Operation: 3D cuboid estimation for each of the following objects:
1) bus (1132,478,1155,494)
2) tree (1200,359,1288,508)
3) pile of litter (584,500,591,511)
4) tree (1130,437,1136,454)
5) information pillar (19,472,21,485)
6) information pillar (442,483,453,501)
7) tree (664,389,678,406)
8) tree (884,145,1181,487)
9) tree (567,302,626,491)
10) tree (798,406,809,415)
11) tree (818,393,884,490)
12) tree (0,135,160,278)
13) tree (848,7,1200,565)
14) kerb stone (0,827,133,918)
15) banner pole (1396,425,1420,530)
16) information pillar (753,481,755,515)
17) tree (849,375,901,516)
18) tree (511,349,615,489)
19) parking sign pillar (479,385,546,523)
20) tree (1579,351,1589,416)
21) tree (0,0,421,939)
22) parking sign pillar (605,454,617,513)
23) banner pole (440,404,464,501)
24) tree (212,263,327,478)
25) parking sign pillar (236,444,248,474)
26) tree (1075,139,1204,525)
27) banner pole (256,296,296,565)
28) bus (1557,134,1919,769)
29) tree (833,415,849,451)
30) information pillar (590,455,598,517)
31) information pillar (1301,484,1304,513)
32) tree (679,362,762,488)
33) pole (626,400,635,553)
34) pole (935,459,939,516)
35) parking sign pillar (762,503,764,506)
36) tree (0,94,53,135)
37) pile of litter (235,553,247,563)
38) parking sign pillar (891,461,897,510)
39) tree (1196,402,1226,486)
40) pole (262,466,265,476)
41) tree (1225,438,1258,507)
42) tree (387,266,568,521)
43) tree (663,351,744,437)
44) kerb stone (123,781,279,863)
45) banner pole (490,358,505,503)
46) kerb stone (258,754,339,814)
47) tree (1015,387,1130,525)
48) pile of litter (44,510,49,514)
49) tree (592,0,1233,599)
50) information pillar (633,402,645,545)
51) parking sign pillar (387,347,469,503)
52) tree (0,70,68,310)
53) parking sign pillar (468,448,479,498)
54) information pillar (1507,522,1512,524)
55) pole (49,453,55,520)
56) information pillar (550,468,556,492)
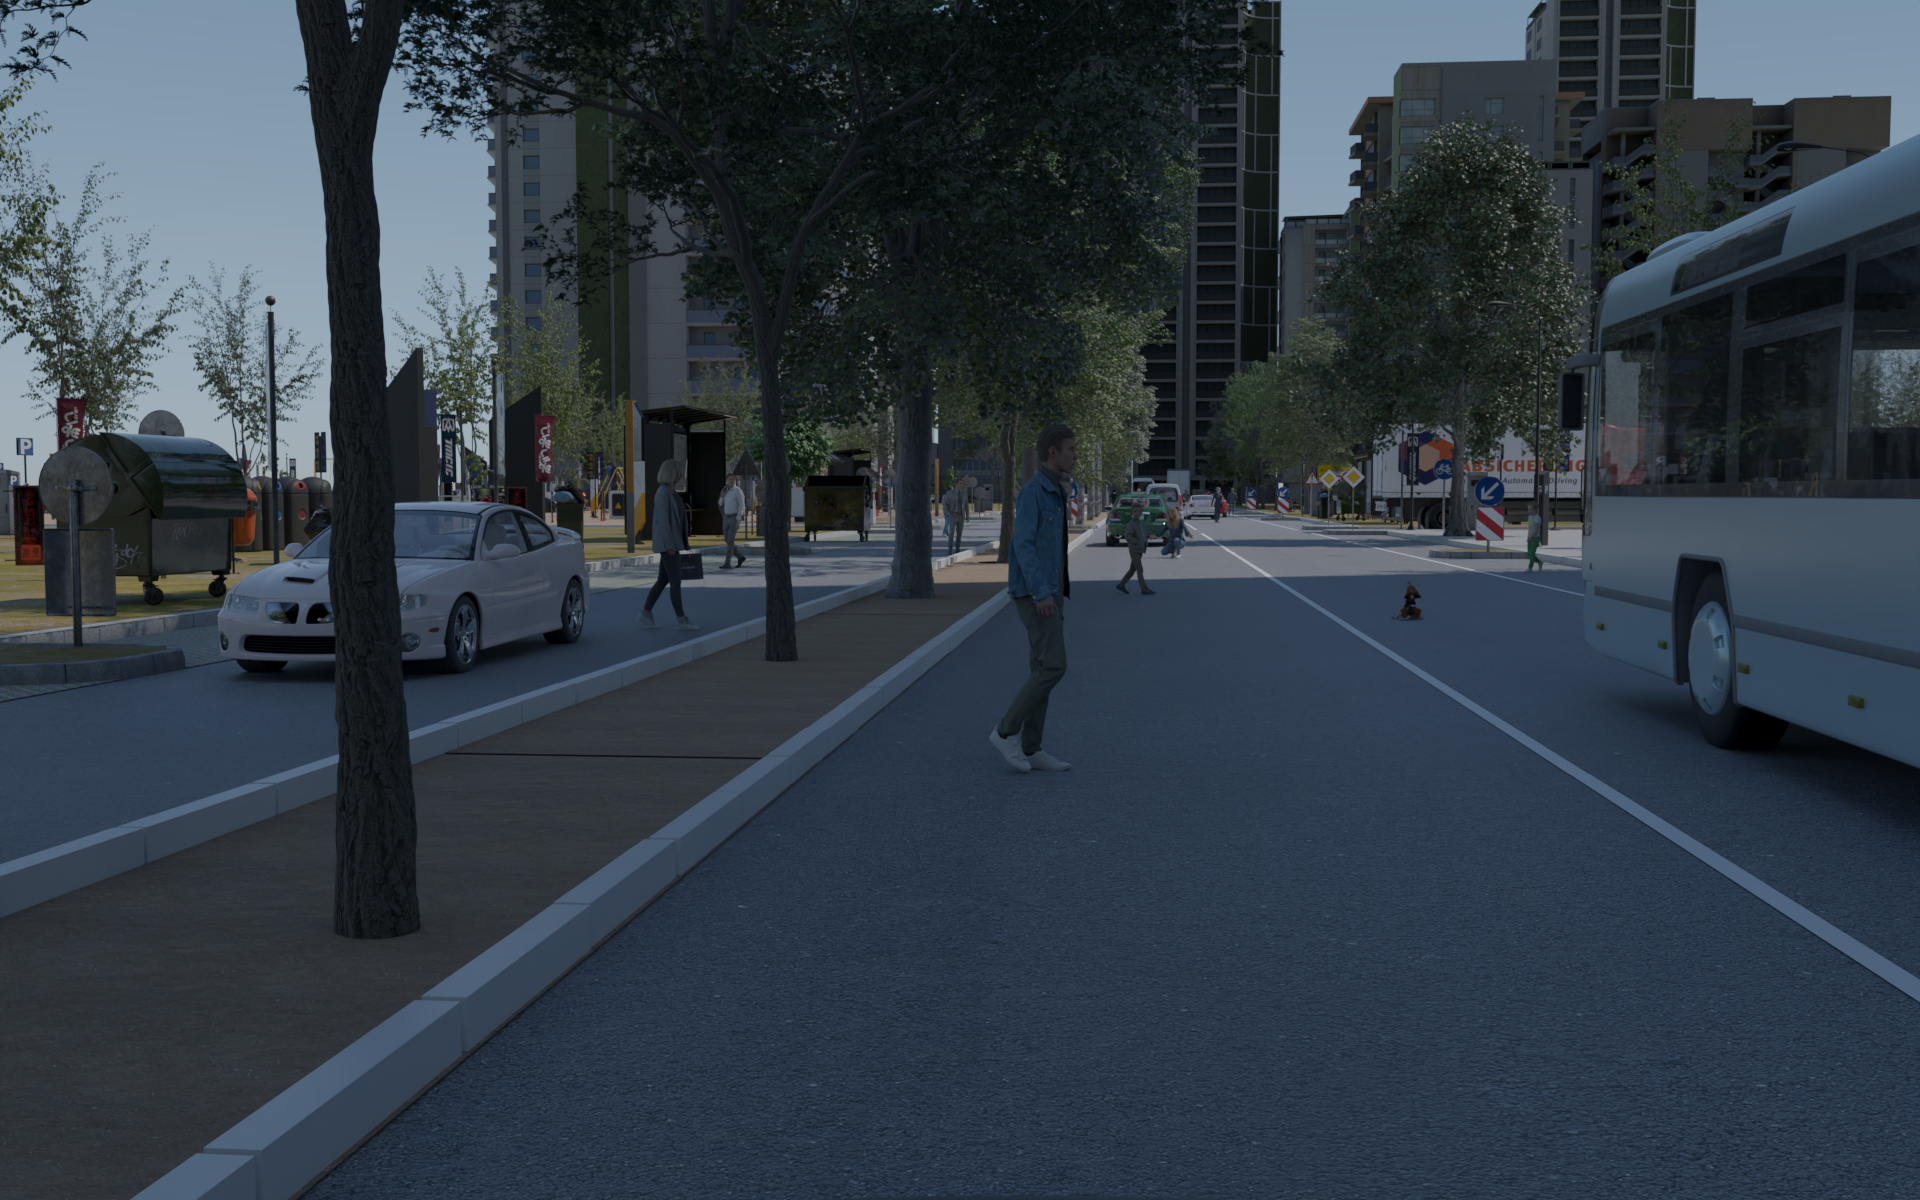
[{"bbox_3d":[21.992,-13.000,207.403,2.948,3.499,13.247,0,4,7],"label":"bus"},{"bbox_3d":[26.994,-15.115,157.504,12.009,13.543,11.850,0,3,0],"label":"tree"},{"bbox_3d":[-28.376,-7.154,130.927,1.719,0.858,1.176,1,4,21],"label":"pile of litter"},{"bbox_3d":[11.051,-10.796,129.328,4.737,8.622,4.395,0,3,0],"label":"tree"},{"bbox_3d":[-31.800,-3.293,58.328,0.304,2.012,0.304,-1,4,-23],"label":"information pillar"},{"bbox_3d":[-15.365,-2.903,51.949,0.304,2.012,0.304,-1,4,-21],"label":"information pillar"},{"bbox_3d":[-16.355,-9.568,106.806,4.737,8.622,4.395,0,3,0],"label":"tree"},{"bbox_3d":[1.661,-7.536,43.804,7.486,12.596,7.792,0,3,0],"label":"tree"},{"bbox_3d":[-14.803,-6.789,61.357,4.737,8.622,4.395,0,3,0],"label":"tree"},{"bbox_3d":[-9.804,-10.247,117.908,4.737,8.622,4.395,0,3,0],"label":"tree"},{"bbox_3d":[-6.528,-9.764,110.004,4.737,8.622,4.395,0,3,0],"label":"tree"},{"bbox_3d":[-19.394,-5.364,38.058,4.360,8.622,3.978,0,3,0],"label":"tree"},{"bbox_3d":[1.059,-6.535,35.057,9.928,11.665,9.643,0,3,0],"label":"tree"},{"bbox_3d":[-3.246,0.981,6.164,0.120,0.150,1.000,0,4,6],"label":"kerb stone"},{"bbox_3d":[16.148,-4.426,62.375,0.863,3.779,0.401,0,4,-6],"label":"banner pole"},{"bbox_3d":[-12.941,-7.176,108.679,0.183,3.616,0.504,-1,4,-12],"label":"information pillar"},{"bbox_3d":[-4.223,-9.347,103.190,4.360,8.622,3.978,0,3,0],"label":"tree"},{"bbox_3d":[-19.854,-8.386,87.476,4.360,8.622,3.978,0,3,0],"label":"tree"},{"bbox_3d":[-11.012,-3.339,43.066,1.447,3.967,1.447,0,4,-4],"label":"parking sign pillar"},{"bbox_3d":[29.352,-7.752,77.106,4.360,8.622,3.978,0,3,0],"label":"tree"},{"bbox_3d":[-1.847,-4.209,5.693,8.767,10.594,7.601,0,4,6],"label":"tree"},{"bbox_3d":[-23.229,-7.789,115.824,1.447,3.967,1.447,-1,4,-18],"label":"parking sign pillar"},{"bbox_3d":[-13.971,-3.538,47.863,0.401,3.779,0.863,3,5,44],"label":"banner pole"},{"bbox_3d":[-22.669,-6.402,55.039,4.360,8.622,3.978,0,3,0],"label":"tree"},{"bbox_3d":[-38.383,-6.375,92.704,1.447,3.967,1.447,-2,4,-27],"label":"parking sign pillar"},{"bbox_3d":[5.904,-14.381,93.473,12.611,20.169,13.585,0,3,0],"label":"tree"},{"bbox_3d":[-8.806,-1.966,22.154,0.401,3.779,0.863,-2,4,-28],"label":"banner pole"},{"bbox_3d":[5.146,-0.731,6.811,2.948,3.499,13.247,0,4,6],"label":"bus"},{"bbox_3d":[-7.019,-10.871,128.103,4.360,8.622,3.978,0,3,0],"label":"tree"},{"bbox_3d":[-20.370,-6.420,96.327,0.504,3.616,0.183,2,4,34],"label":"information pillar"},{"bbox_3d":[23.276,-6.892,117.177,0.304,2.012,0.304,3,5,42],"label":"information pillar"},{"bbox_3d":[-12.465,-8.877,95.501,4.737,8.622,4.395,0,3,0],"label":"tree"},{"bbox_3d":[-7.165,-2.679,37.642,0.158,3.312,0.155,0,3,0],"label":"pole"},{"bbox_3d":[-1.334,-6.493,100.009,0.158,3.312,0.155,0,3,0],"label":"pole"},{"bbox_3d":[-9.294,-5.972,86.121,1.447,3.967,1.447,-1,4,-9],"label":"parking sign pillar"},{"bbox_3d":[-16.831,-4.754,28.097,4.360,8.622,3.978,0,3,0],"label":"tree"},{"bbox_3d":[-14.178,-1.139,32.595,1.719,0.858,1.176,3,5,42],"label":"pile of litter"},{"bbox_3d":[-5.206,-9.435,142.741,1.447,3.967,1.447,1,4,10],"label":"parking sign pillar"},{"bbox_3d":[30.757,-16.738,190.667,9.611,12.733,9.660,0,3,0],"label":"tree"},{"bbox_3d":[-51.294,-8.185,127.674,0.158,3.312,0.155,0,3,0],"label":"pole"},{"bbox_3d":[29.260,-13.863,177.023,4.737,8.622,4.395,0,3,0],"label":"tree"},{"bbox_3d":[-15.916,-6.413,55.210,4.737,8.622,4.395,0,3,0],"label":"tree"},{"bbox_3d":[-13.041,-8.484,89.084,4.360,8.622,3.978,0,3,0],"label":"tree"},{"bbox_3d":[-3.143,0.920,7.181,0.120,0.150,1.000,0,4,6],"label":"kerb stone"},{"bbox_3d":[-8.469,-2.556,31.812,0.401,3.779,0.863,-2,4,-30],"label":"banner pole"},{"bbox_3d":[-3.039,0.856,8.199,0.120,0.150,1.000,0,4,6],"label":"kerb stone"},{"bbox_3d":[4.686,-7.266,71.618,4.737,8.622,4.395,0,3,0],"label":"tree"},{"bbox_3d":[-60.037,-6.060,113.047,1.719,0.858,1.176,2,4,33],"label":"pile of litter"},{"bbox_3d":[-0.678,-6.998,23.530,9.857,13.997,8.962,0,3,0],"label":"tree"},{"bbox_3d":[-8.146,-3.217,43.949,0.183,3.616,0.504,-2,4,-35],"label":"information pillar"},{"bbox_3d":[-10.331,-2.691,32.471,1.447,3.967,1.447,3,5,40],"label":"parking sign pillar"},{"bbox_3d":[-14.175,-4.405,22.379,4.737,8.622,4.395,0,3,0],"label":"tree"},{"bbox_3d":[-27.394,-6.692,97.891,1.447,3.967,1.447,1,4,10],"label":"parking sign pillar"},{"bbox_3d":[23.908,-4.307,74.904,0.304,2.012,0.304,-1,4,-15],"label":"information pillar"},{"bbox_3d":[-45.434,-5.678,86.683,0.158,3.312,0.155,0,3,0],"label":"pole"},{"bbox_3d":[-32.684,-9.031,139.015,0.504,3.616,0.183,0,3,0],"label":"information pillar"}]
